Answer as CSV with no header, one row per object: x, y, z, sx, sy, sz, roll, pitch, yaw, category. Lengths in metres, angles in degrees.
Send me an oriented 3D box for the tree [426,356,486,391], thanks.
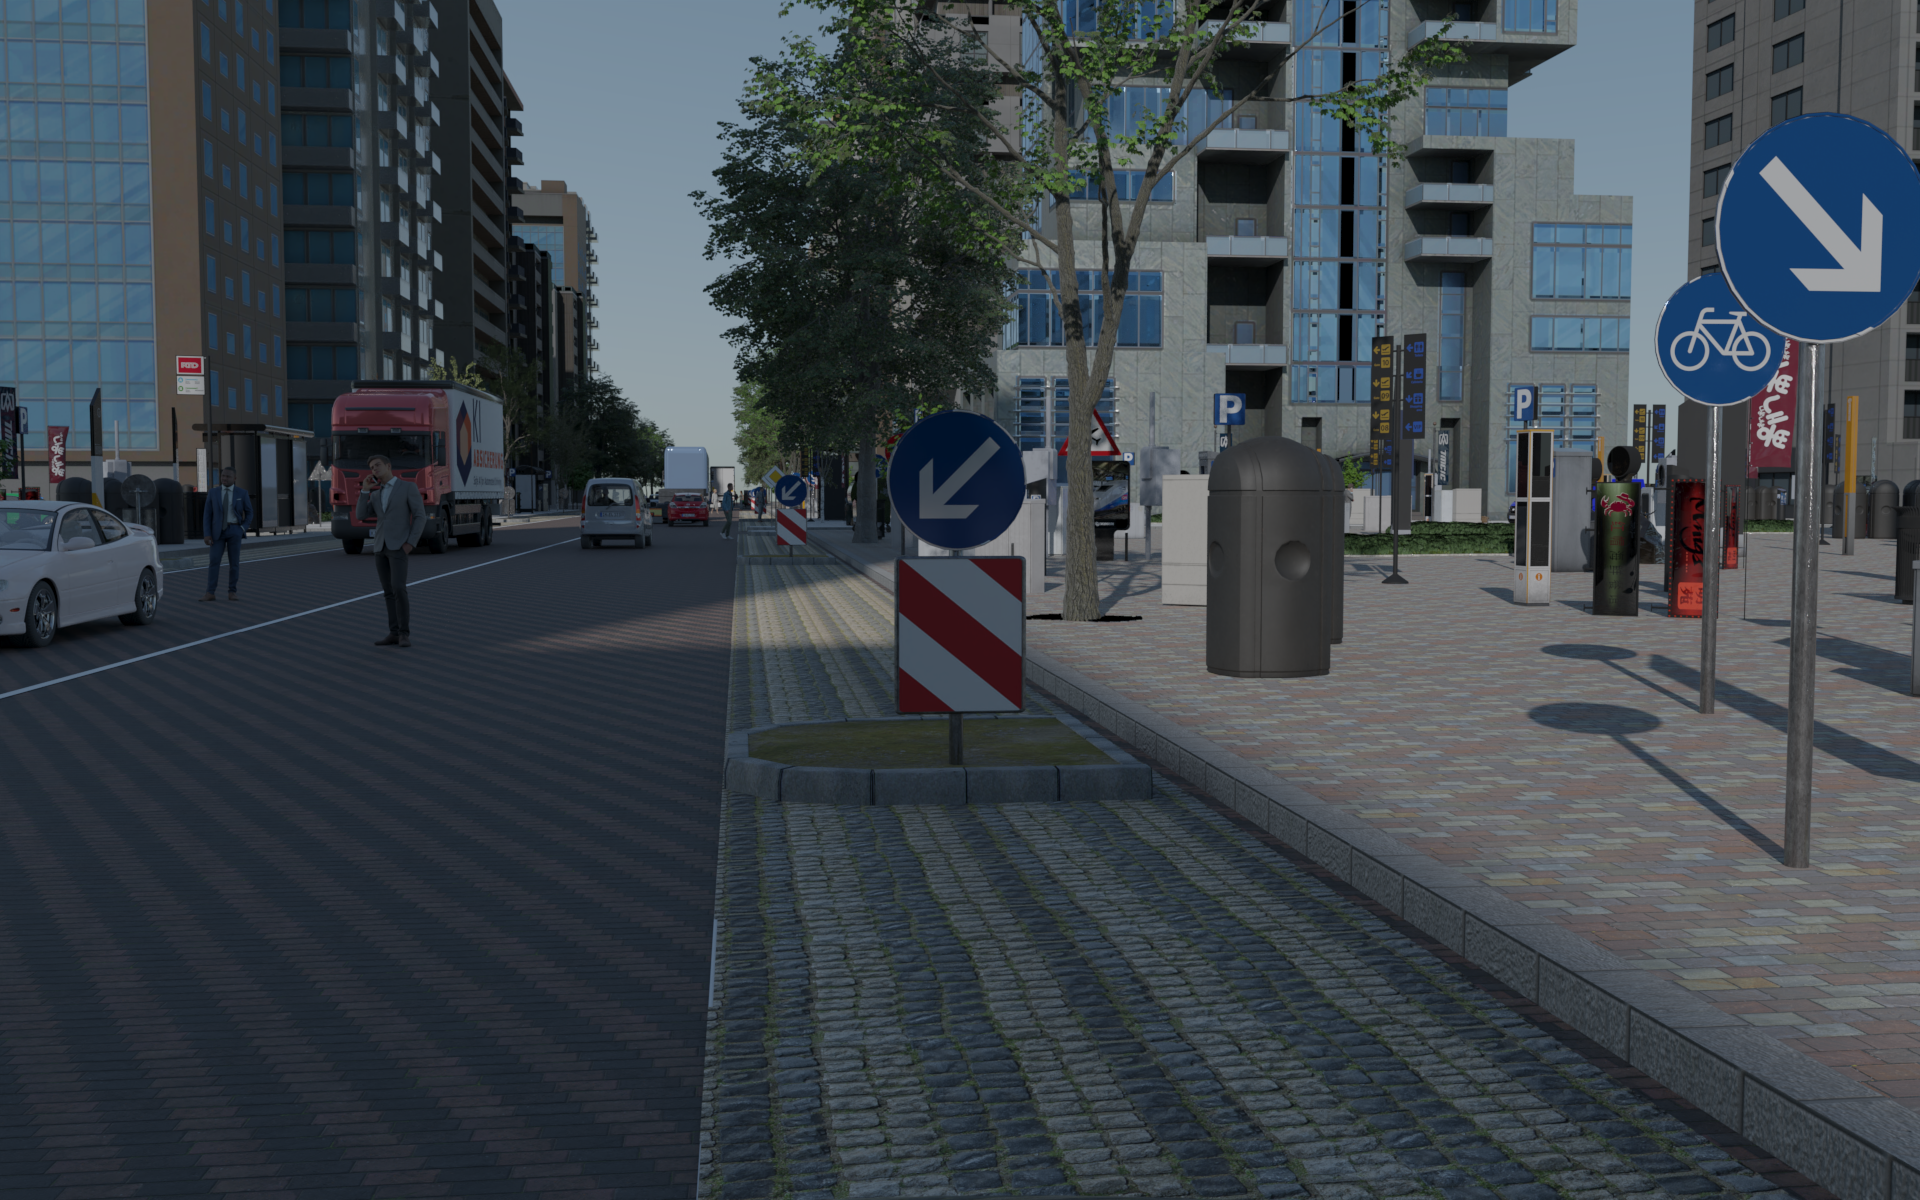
-26.895,-8.640,91.634,4.737,8.622,4.395,0,3,0,tree

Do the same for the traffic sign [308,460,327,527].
-24.677,-4.083,66.764,0.884,2.594,0.081,0,4,-4,traffic sign

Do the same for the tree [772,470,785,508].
-13.841,-8.591,135.063,1.663,3.219,1.824,0,3,0,tree

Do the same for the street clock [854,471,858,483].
-2.919,-2.899,51.975,0.471,2.002,0.358,1,4,10,street clock

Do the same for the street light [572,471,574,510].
-31.871,-10.378,142.473,0.468,5.910,1.993,0,4,-7,street light

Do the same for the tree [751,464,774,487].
-29.694,-18.973,260.577,4.360,8.622,3.978,0,3,0,tree

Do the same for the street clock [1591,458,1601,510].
12.612,-1.839,34.633,0.358,2.002,0.471,0,4,-7,street clock

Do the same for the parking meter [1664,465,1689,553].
14.234,-1.752,34.364,0.399,1.863,0.255,0,4,-8,parking meter

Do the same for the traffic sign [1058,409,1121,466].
1.797,-1.473,24.081,0.884,2.594,0.081,0,3,0,traffic sign

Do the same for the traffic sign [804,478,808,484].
-12.425,-8.484,138.711,0.884,2.594,0.081,0,4,1,traffic sign

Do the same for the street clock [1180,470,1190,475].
6.706,-2.911,52.162,0.471,2.002,0.358,1,4,15,street clock

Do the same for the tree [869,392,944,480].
-0.707,-2.354,33.091,1.663,3.219,1.824,0,3,0,tree

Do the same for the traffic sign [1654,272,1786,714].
4.369,-0.608,10.054,0.768,2.556,0.104,0,4,-2,traffic sign

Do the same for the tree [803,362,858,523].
-5.842,-7.705,76.346,4.360,8.622,3.978,0,3,0,tree

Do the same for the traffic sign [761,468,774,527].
-7.400,-3.937,68.017,0.795,2.450,0.064,0,4,-7,traffic sign

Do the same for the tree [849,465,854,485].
-6.714,-6.386,99.014,1.663,3.219,1.824,0,3,0,tree

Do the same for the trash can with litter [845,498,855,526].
-4.260,-3.581,69.938,0.624,1.170,1.055,-1,4,-22,trash can with litter

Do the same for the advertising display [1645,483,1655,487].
41.885,-6.114,105.177,0.974,1.923,0.123,3,5,41,advertising display

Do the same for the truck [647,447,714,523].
-14.985,-6.279,92.419,2.967,4.110,18.799,0,4,-5,truck

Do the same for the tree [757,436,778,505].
-21.707,-15.386,201.931,4.737,8.622,4.395,0,3,0,tree

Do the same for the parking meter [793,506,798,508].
-9.741,-5.877,101.805,0.255,1.863,0.399,2,4,35,parking meter

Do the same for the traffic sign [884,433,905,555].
-1.193,-2.210,36.247,0.768,2.556,0.104,0,4,2,traffic sign

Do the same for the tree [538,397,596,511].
-31.375,-11.504,138.453,4.360,8.622,3.978,0,3,0,tree

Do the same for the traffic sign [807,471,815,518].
-7.956,-5.757,94.236,0.768,2.556,0.104,0,4,-3,traffic sign

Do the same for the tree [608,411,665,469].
-45.181,-19.934,236.283,12.009,13.543,11.850,0,3,0,tree

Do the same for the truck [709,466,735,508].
-24.693,-11.670,179.713,2.839,4.237,11.283,-1,4,-8,truck

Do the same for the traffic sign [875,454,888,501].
-2.673,-3.364,55.102,0.768,2.556,0.104,0,4,-6,traffic sign

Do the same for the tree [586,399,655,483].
-40.742,-17.569,204.264,9.611,12.733,9.660,0,3,0,tree

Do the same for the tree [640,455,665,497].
-48.147,-20.219,264.984,7.601,10.594,8.767,2,4,26,tree

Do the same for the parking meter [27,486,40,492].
-30.797,-3.010,57.620,0.372,1.533,0.369,0,3,0,parking meter

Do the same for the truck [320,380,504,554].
-13.909,-3.421,44.843,2.839,4.237,11.283,0,4,-6,truck

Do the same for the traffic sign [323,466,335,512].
-24.048,-4.072,66.576,0.884,2.594,0.081,0,4,-2,traffic sign

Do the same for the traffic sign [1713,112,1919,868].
2.885,-0.354,5.895,0.768,2.556,0.104,0,4,-6,traffic sign

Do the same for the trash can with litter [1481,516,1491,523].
23.238,-4.047,77.559,1.055,1.170,0.624,2,4,27,trash can with litter

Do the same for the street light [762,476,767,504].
-28.826,-17.138,252.989,0.468,5.910,1.993,0,4,-7,street light

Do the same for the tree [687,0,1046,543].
-2.522,-8.479,45.293,9.857,13.997,8.962,0,3,0,tree

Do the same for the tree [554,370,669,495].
-37.006,-16.604,178.133,9.857,13.997,8.962,0,3,0,tree

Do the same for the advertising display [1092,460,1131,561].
2.774,-1.712,33.197,0.974,1.923,0.123,1,4,12,advertising display

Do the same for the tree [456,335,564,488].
-27.278,-10.276,102.427,8.767,10.594,7.601,2,4,25,tree

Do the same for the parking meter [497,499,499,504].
-29.017,-6.333,109.259,0.399,1.863,0.255,3,5,40,parking meter

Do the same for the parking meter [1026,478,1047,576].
1.172,-1.149,27.202,0.372,1.533,0.369,0,3,0,parking meter

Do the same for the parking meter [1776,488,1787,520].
36.025,-4.131,75.957,0.372,1.533,0.369,0,3,0,parking meter

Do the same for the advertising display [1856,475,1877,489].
31.034,-3.328,59.626,0.123,1.923,0.974,-3,4,-36,advertising display

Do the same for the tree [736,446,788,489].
-32.894,-22.877,291.045,9.611,12.733,9.660,0,3,0,tree

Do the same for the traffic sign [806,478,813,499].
-8.556,-6.167,100.931,0.768,2.556,0.104,0,4,-3,traffic sign

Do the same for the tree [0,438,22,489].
-18.392,-2.304,32.265,1.663,3.219,1.824,0,3,0,tree

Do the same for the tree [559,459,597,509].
-32.461,-9.987,146.995,4.285,4.588,4.351,0,3,0,tree

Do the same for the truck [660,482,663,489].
-33.724,-12.840,205.852,3.469,3.379,9.791,0,4,-8,truck

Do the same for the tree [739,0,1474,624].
1.374,-5.607,17.431,9.928,11.665,9.643,0,3,0,tree

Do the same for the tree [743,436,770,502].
-30.064,-21.458,268.960,7.486,12.596,7.792,0,3,0,tree

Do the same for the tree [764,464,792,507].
-18.214,-11.597,173.331,4.285,4.588,4.351,0,3,0,tree

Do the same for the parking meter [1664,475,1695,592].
9.446,-0.874,22.707,0.372,1.533,0.369,0,3,0,parking meter

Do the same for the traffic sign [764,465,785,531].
-6.397,-3.453,60.095,0.795,2.450,0.064,0,4,-7,traffic sign

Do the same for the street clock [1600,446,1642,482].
9.953,-1.311,26.000,0.358,2.002,0.471,-2,4,-24,street clock

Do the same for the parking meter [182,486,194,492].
-24.757,-2.882,55.536,0.372,1.533,0.369,0,3,0,parking meter

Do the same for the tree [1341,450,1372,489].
17.273,-5.050,77.170,1.663,3.219,1.824,0,3,0,tree

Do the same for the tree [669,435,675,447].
-51.233,-23.329,288.084,9.857,13.997,8.962,0,3,0,tree

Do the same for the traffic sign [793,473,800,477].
-9.704,-6.276,102.723,0.768,2.556,0.104,0,4,-5,traffic sign

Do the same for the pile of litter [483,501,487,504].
-28.818,-5.579,105.183,1.719,0.858,1.176,2,4,26,pile of litter
